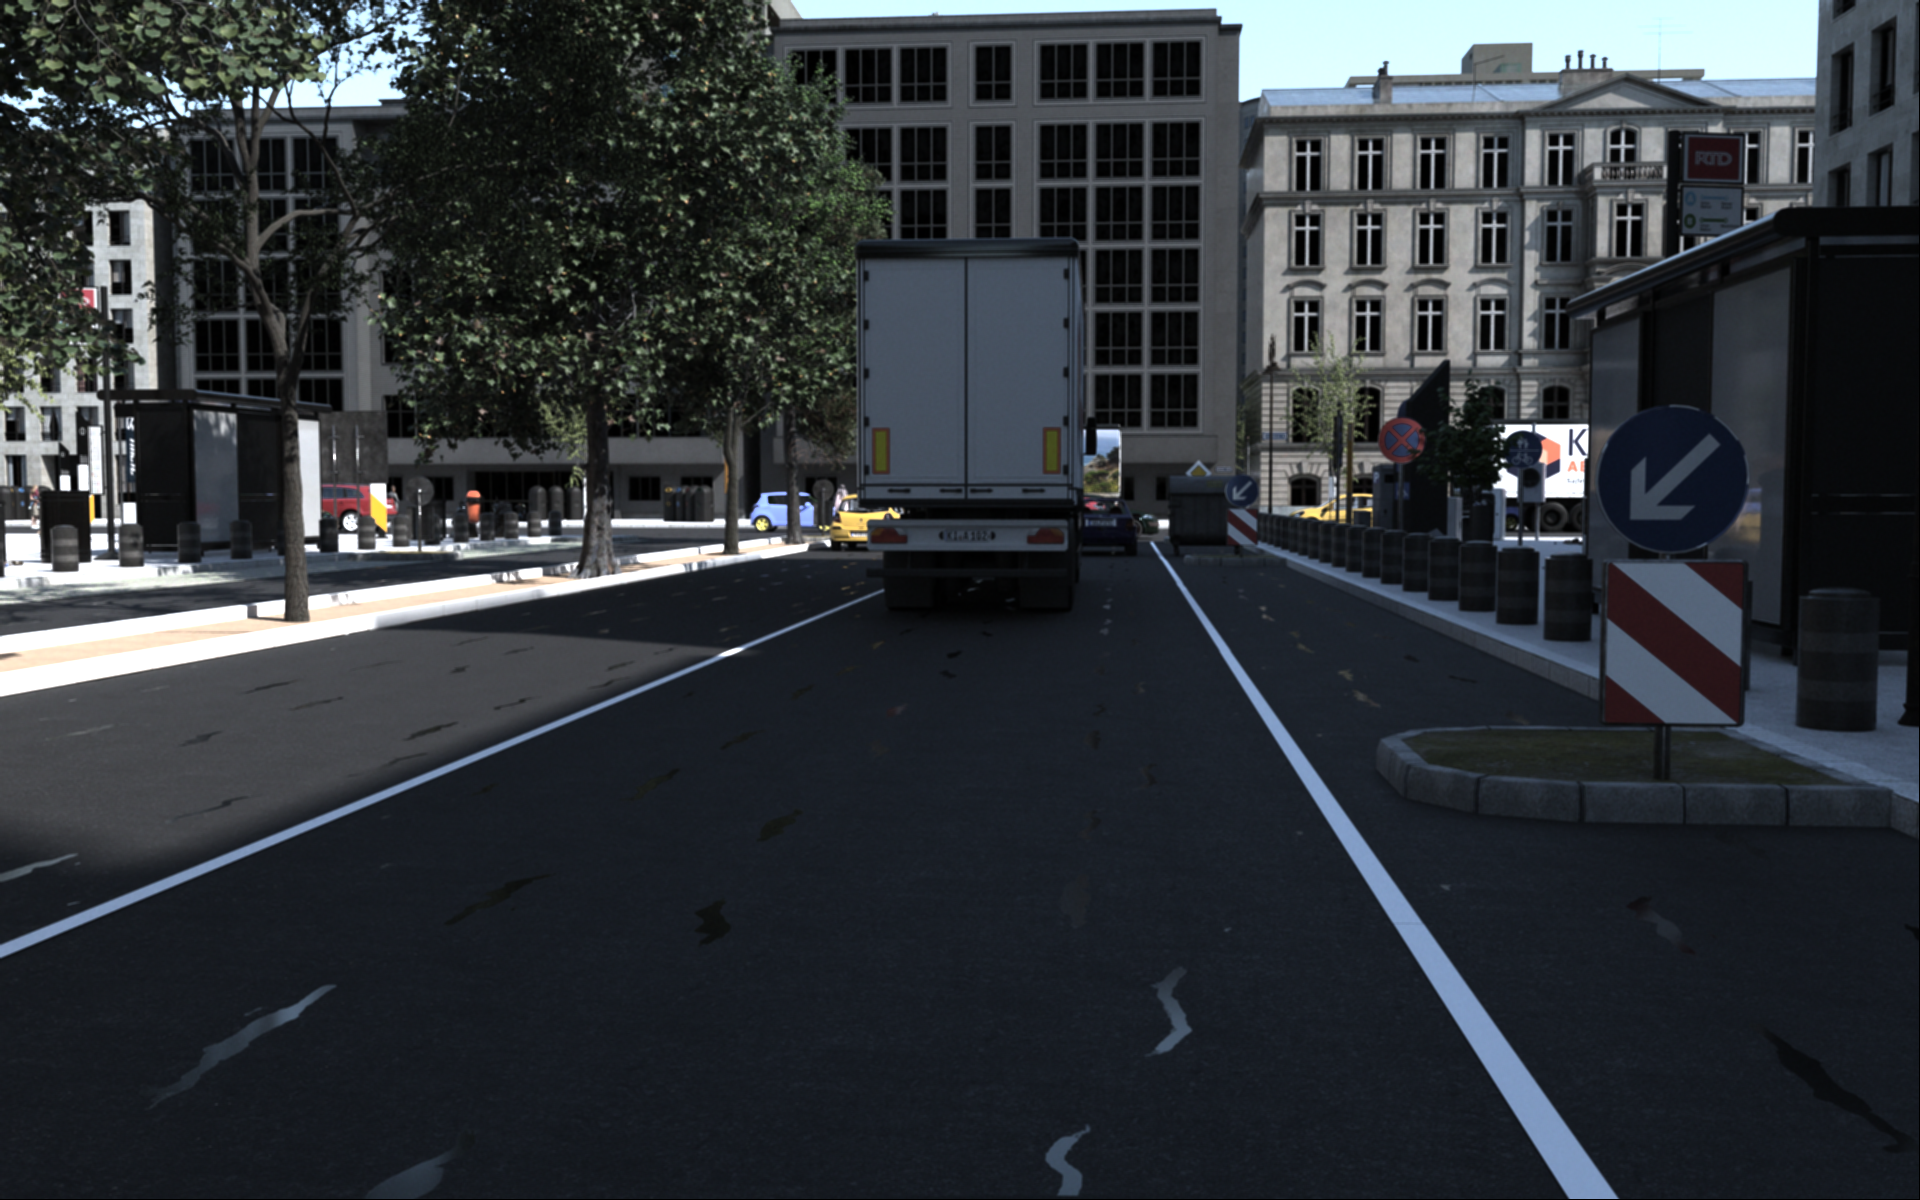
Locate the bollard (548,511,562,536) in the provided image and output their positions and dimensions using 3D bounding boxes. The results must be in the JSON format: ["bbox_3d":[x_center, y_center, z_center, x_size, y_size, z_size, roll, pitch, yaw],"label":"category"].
[{"bbox_3d":[-12.484,-2.365,53.380,0.404,0.777,0.398,0,3,0],"label":"bollard"}]

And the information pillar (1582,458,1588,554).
[{"bbox_3d":[12.793,-1.862,34.939,0.304,2.012,0.304,-2,4,-28],"label":"information pillar"}]

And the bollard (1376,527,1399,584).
[{"bbox_3d":[6.225,-0.615,24.778,0.404,0.777,0.398,0,3,0],"label":"bollard"}]

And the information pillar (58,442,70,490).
[{"bbox_3d":[-40.289,-5.295,77.925,0.183,3.616,0.504,2,4,25],"label":"information pillar"}]

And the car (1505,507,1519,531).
[{"bbox_3d":[20.356,-3.614,68.681,3.694,1.707,1.945,0,4,6],"label":"car"}]

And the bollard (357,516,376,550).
[{"bbox_3d":[-13.711,-1.547,40.010,0.404,0.777,0.398,0,3,0],"label":"bollard"}]

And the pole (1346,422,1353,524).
[{"bbox_3d":[11.111,-3.398,49.395,0.158,3.312,0.155,0,3,0],"label":"pole"}]

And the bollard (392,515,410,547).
[{"bbox_3d":[-13.535,-1.664,41.921,0.404,0.777,0.398,0,3,0],"label":"bollard"}]

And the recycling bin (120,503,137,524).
[{"bbox_3d":[-24.430,-2.368,51.276,0.722,1.027,0.722,-2,4,-30],"label":"recycling bin"}]

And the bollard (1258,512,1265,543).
[{"bbox_3d":[8.151,-1.898,45.743,0.404,0.777,0.398,0,3,0],"label":"bollard"}]

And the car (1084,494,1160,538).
[{"bbox_3d":[4.286,-2.796,55.509,4.222,1.686,2.009,0,4,5],"label":"car"}]

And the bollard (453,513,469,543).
[{"bbox_3d":[-13.183,-1.897,45.740,0.404,0.777,0.398,0,3,0],"label":"bollard"}]

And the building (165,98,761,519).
[{"bbox_3d":[-25.259,-16.785,93.506,30.058,24.678,14.314,0,4,5],"label":"building"}]

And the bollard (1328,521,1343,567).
[{"bbox_3d":[6.752,-0.965,30.497,0.404,0.777,0.398,0,3,0],"label":"bollard"}]

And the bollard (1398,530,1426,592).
[{"bbox_3d":[6.054,-0.499,22.873,0.404,0.777,0.398,0,3,0],"label":"bollard"}]

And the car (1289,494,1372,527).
[{"bbox_3d":[13.515,-3.106,61.003,3.980,1.641,2.015,0,4,7],"label":"car"}]

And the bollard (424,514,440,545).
[{"bbox_3d":[-13.360,-1.780,43.825,0.404,0.777,0.398,0,3,0],"label":"bollard"}]

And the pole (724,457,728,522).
[{"bbox_3d":[-10.750,-5.262,79.879,0.158,3.312,0.155,0,3,0],"label":"pole"}]

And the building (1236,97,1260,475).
[{"bbox_3d":[52.298,-43.296,249.880,28.212,58.520,21.231,0,4,5],"label":"building"}]

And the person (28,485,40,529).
[{"bbox_3d":[-38.482,-3.891,72.093,0.573,1.828,0.580,-3,5,-42],"label":"person"}]

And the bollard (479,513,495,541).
[{"bbox_3d":[-13.009,-2.014,47.644,0.404,0.777,0.398,0,3,0],"label":"bollard"}]

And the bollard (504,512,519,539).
[{"bbox_3d":[-12.835,-2.130,49.548,0.404,0.777,0.398,0,3,0],"label":"bollard"}]

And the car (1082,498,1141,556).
[{"bbox_3d":[3.384,-1.782,41.713,1.945,1.354,3.894,0,4,5],"label":"car"}]

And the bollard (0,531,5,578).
[{"bbox_3d":[-14.939,-0.730,26.653,0.404,0.777,0.398,0,3,0],"label":"bollard"}]

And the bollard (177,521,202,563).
[{"bbox_3d":[-14.413,-1.081,32.389,0.404,0.777,0.398,0,3,0],"label":"bollard"}]

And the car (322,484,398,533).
[{"bbox_3d":[-23.965,-3.468,65.367,5.304,1.827,2.281,0,4,6],"label":"car"}]

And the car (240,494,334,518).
[{"bbox_3d":[-24.141,-2.956,60.130,4.920,1.459,2.131,0,4,3],"label":"car"}]

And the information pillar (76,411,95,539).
[{"bbox_3d":[-24.860,-3.538,49.208,0.183,3.616,0.504,1,4,19],"label":"information pillar"}]

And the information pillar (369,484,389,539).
[{"bbox_3d":[-16.752,-3.578,49.850,0.183,3.616,0.504,3,5,43],"label":"information pillar"}]

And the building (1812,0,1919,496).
[{"bbox_3d":[23.331,-10.687,29.485,10.420,20.320,16.860,0,4,5],"label":"building"}]

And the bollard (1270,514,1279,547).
[{"bbox_3d":[7.801,-1.664,41.928,0.404,0.777,0.398,0,3,0],"label":"bollard"}]

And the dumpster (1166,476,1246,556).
[{"bbox_3d":[5.761,-1.971,40.445,1.865,1.857,1.264,0,4,6],"label":"dumpster"}]

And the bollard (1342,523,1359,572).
[{"bbox_3d":[6.574,-0.848,28.586,0.404,0.777,0.398,0,3,0],"label":"bollard"}]

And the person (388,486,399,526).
[{"bbox_3d":[-24.156,-3.990,74.007,0.520,1.790,0.573,1,4,11],"label":"person"}]

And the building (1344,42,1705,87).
[{"bbox_3d":[45.423,-28.253,153.813,32.217,40.220,23.993,0,4,5],"label":"building"}]

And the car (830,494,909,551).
[{"bbox_3d":[-2.264,-2.122,44.922,2.015,1.641,3.980,0,4,6],"label":"car"}]

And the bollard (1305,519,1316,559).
[{"bbox_3d":[7.103,-1.198,34.307,0.404,0.777,0.398,0,3,0],"label":"bollard"}]

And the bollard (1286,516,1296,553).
[{"bbox_3d":[7.452,-1.431,38.115,0.404,0.777,0.398,0,3,0],"label":"bollard"}]

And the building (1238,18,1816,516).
[{"bbox_3d":[32.117,-16.470,88.374,34.723,24.649,14.460,0,4,5],"label":"building"}]

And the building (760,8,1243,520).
[{"bbox_3d":[2.253,-18.207,91.188,24.014,27.812,14.314,0,4,5],"label":"building"}]

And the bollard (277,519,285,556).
[{"bbox_3d":[-14.059,-1.314,36.202,0.404,0.777,0.398,0,3,0],"label":"bollard"}]

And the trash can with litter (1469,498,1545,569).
[{"bbox_3d":[9.299,-1.172,30.220,1.678,1.210,2.233,-2,4,-28],"label":"trash can with litter"}]

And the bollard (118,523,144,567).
[{"bbox_3d":[-14.587,-0.964,30.477,0.404,0.777,0.398,0,3,0],"label":"bollard"}]

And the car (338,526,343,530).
[{"bbox_3d":[-26.555,-3.479,68.888,4.499,1.417,2.014,0,4,4],"label":"car"}]

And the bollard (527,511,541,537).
[{"bbox_3d":[-12.656,-2.248,51.476,0.404,0.777,0.398,0,3,0],"label":"bollard"}]

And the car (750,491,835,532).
[{"bbox_3d":[-6.062,-3.420,65.501,3.694,1.707,1.945,0,4,5],"label":"car"}]

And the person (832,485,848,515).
[{"bbox_3d":[-3.923,-2.940,57.242,0.551,1.740,0.621,-2,4,-34],"label":"person"}]

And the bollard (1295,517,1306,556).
[{"bbox_3d":[7.274,-1.315,36.211,0.404,0.777,0.398,0,3,0],"label":"bollard"}]

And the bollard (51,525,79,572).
[{"bbox_3d":[-14.762,-0.847,28.564,0.404,0.777,0.398,0,3,0],"label":"bollard"}]

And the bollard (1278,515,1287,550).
[{"bbox_3d":[7.623,-1.548,40.022,0.404,0.777,0.398,0,3,0],"label":"bollard"}]

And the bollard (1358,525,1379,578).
[{"bbox_3d":[6.402,-0.732,26.682,0.404,0.777,0.398,0,3,0],"label":"bollard"}]

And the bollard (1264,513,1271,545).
[{"bbox_3d":[7.982,-1.781,43.831,0.404,0.777,0.398,0,3,0],"label":"bollard"}]

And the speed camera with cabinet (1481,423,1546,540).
[{"bbox_3d":[15.217,-3.299,48.268,2.038,3.252,0.660,2,4,28],"label":"speed camera with cabinet"}]

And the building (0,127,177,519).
[{"bbox_3d":[-49.444,-14.665,94.518,16.860,20.320,10.420,0,4,5],"label":"building"}]

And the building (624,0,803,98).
[{"bbox_3d":[-25.669,-32.484,154.821,21.300,48.544,21.600,0,4,5],"label":"building"}]

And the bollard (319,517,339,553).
[{"bbox_3d":[-13.885,-1.431,38.106,0.404,0.777,0.398,0,3,0],"label":"bollard"}]

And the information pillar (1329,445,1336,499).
[{"bbox_3d":[17.640,-5.533,81.827,0.504,3.616,0.183,3,4,39],"label":"information pillar"}]

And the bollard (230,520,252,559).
[{"bbox_3d":[-14.237,-1.198,34.298,0.404,0.777,0.398,0,3,0],"label":"bollard"}]

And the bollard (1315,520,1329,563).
[{"bbox_3d":[6.925,-1.082,32.403,0.404,0.777,0.398,0,3,0],"label":"bollard"}]
